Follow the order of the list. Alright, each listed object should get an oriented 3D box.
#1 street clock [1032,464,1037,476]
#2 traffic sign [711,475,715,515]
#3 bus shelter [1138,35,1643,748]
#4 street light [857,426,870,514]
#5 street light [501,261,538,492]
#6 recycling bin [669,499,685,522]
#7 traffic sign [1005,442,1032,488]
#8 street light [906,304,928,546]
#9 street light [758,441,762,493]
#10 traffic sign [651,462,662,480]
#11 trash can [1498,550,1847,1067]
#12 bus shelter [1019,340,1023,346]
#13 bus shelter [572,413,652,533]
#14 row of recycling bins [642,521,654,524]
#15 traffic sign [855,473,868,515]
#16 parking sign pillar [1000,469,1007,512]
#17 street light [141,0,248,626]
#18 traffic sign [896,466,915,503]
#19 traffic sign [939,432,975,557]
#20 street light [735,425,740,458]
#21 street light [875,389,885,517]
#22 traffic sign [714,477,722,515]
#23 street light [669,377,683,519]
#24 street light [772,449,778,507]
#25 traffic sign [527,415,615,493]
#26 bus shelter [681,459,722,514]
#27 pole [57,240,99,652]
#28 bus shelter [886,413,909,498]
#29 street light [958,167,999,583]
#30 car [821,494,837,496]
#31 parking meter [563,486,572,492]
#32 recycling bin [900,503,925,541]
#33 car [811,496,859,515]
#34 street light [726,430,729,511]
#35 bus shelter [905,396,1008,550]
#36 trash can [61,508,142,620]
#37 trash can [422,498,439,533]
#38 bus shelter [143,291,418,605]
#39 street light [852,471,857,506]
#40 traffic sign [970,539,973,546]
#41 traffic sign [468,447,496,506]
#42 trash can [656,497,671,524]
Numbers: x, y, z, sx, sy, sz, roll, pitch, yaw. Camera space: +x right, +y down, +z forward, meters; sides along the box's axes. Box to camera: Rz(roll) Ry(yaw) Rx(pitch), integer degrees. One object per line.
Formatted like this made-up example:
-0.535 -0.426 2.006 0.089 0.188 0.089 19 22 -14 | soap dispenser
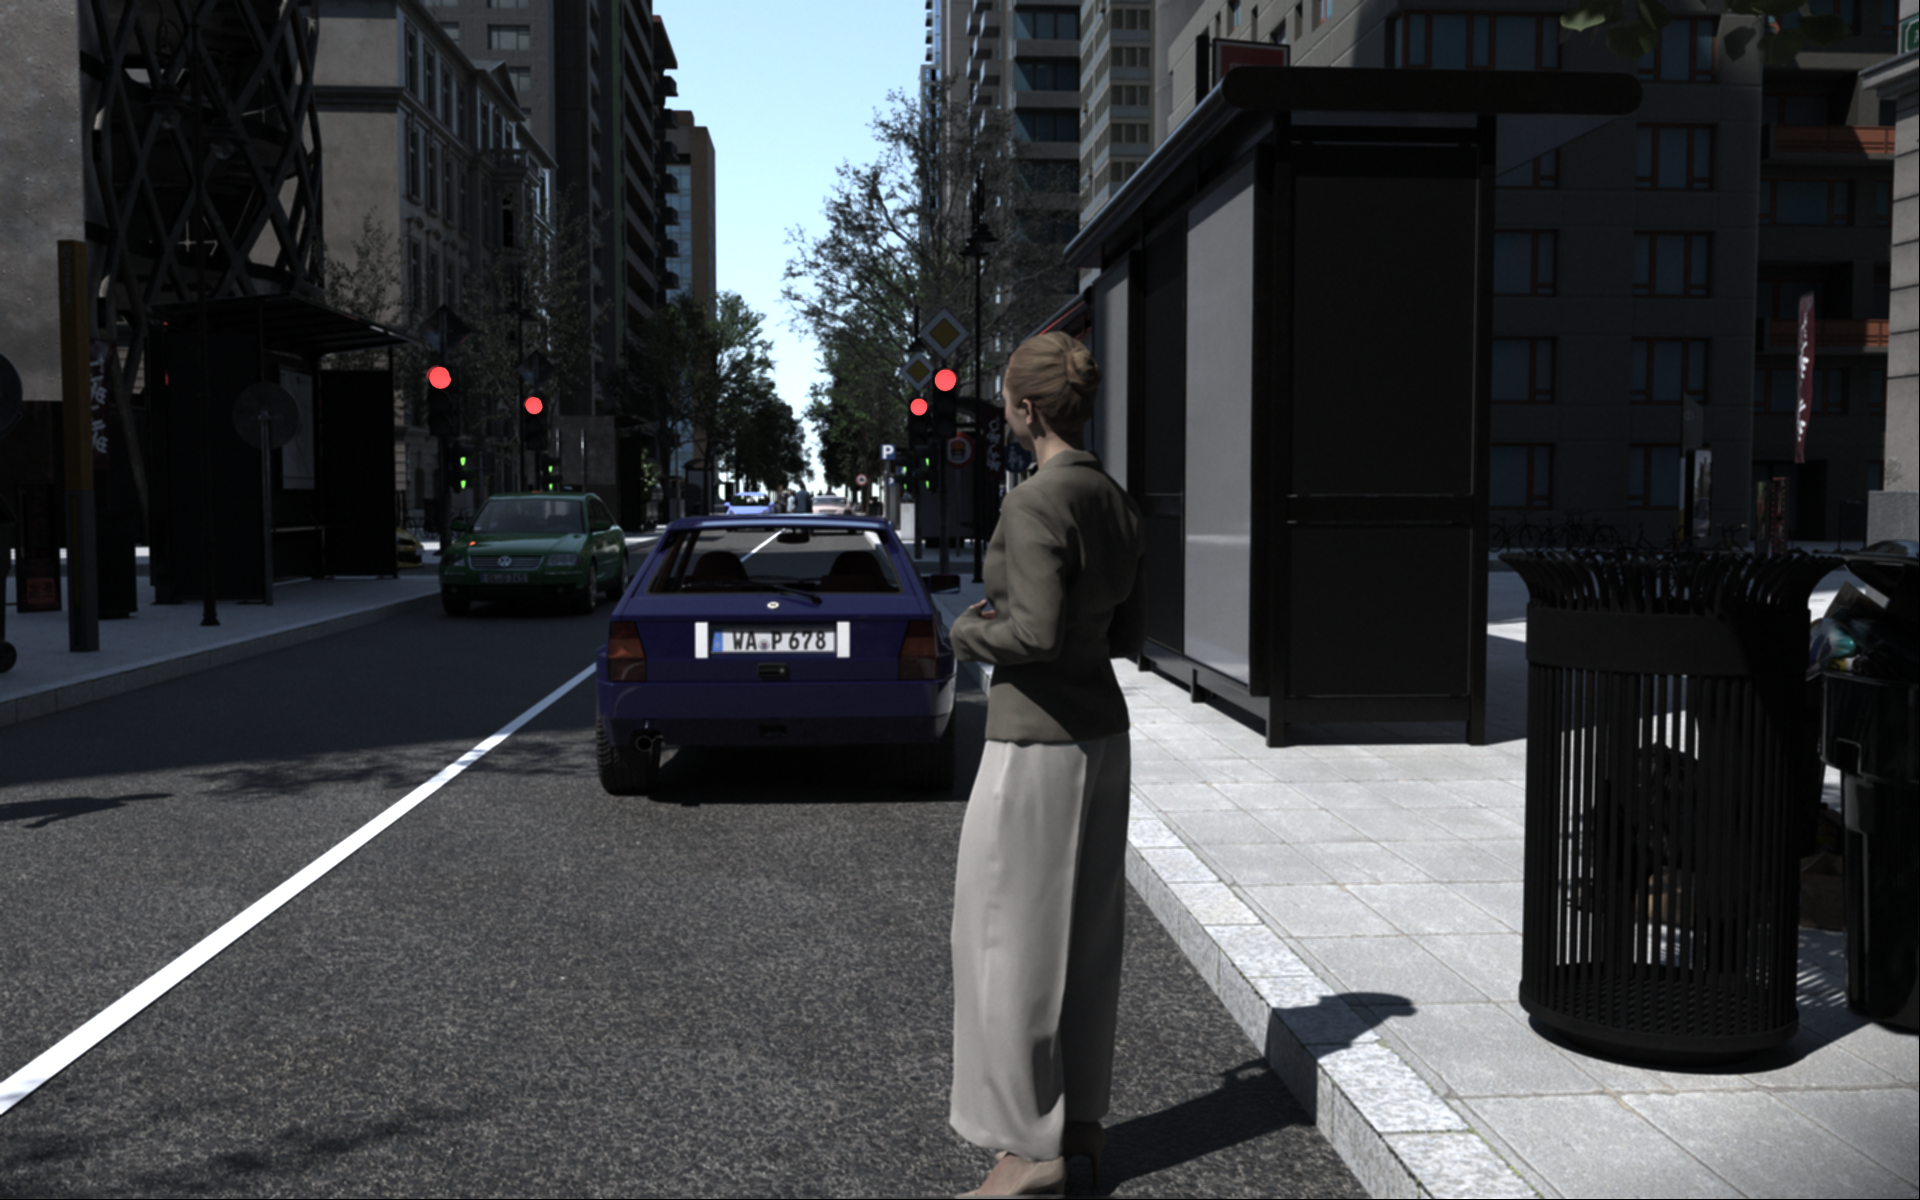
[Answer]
1.964 -2.291 42.027 0.358 2.002 0.471 -2 4 -32 | street clock
-15.556 -6.629 108.482 0.768 2.556 0.104 0 4 -3 | traffic sign
2.050 -2.157 12.899 2.179 5.291 8.768 0 4 -4 | bus shelter
-6.552 -8.860 117.655 0.468 5.910 1.993 0 4 -4 | street light
-8.754 -3.779 34.577 0.468 5.910 1.993 0 4 -4 | street light
-14.534 -4.675 88.995 0.722 1.027 0.722 -1 4 -9 | recycling bin
1.377 -2.599 42.592 0.768 2.556 0.104 0 4 0 | traffic sign
-1.058 -4.257 42.389 0.468 5.910 1.993 0 4 -4 | street light
-16.639 -10.449 143.621 0.468 5.910 1.993 0 4 -4 | street light
-12.368 -4.249 69.572 0.768 2.556 0.104 0 4 1 | traffic sign
1.642 0.464 4.063 0.748 1.137 0.748 0 3 0 | trash can
1.995 -2.698 21.743 2.179 5.291 8.768 0 4 -4 | bus shelter
-10.668 -3.804 53.484 1.731 3.624 6.357 0 4 -4 | bus shelter
-13.935 -4.211 75.960 1.069 1.692 3.534 0 4 -3 | row of recycling bins
-6.063 -6.531 106.880 0.768 2.556 0.104 0 4 2 | traffic sign
2.294 -6.146 88.958 1.447 3.967 1.447 3 5 41 | parking sign pillar
-7.330 -2.689 16.753 0.468 5.910 1.993 0 4 -4 | street light
-1.948 -3.882 63.571 0.768 2.556 0.104 0 4 2 | traffic sign
-0.039 -2.157 35.369 0.768 2.556 0.104 0 4 0 | traffic sign
-14.225 -8.402 110.161 0.468 5.910 1.993 0 4 -4 | street light
-3.481 -6.301 75.808 0.468 5.910 1.993 0 4 -4 | street light
-15.143 -6.511 107.642 0.795 2.450 0.064 0 4 -3 | traffic sign
-11.177 -5.840 68.266 0.468 5.910 1.993 0 4 -4 | street light
-19.201 -12.518 177.458 0.468 5.910 1.993 0 4 -4 | street light
-10.065 -3.116 44.811 2.265 3.308 0.079 0 4 -1 | traffic sign
-15.132 -6.589 101.650 2.014 3.302 5.546 0 4 -4 | bus shelter
-7.151 -1.236 14.045 0.158 3.312 0.155 0 3 0 | pole
-2.579 -6.373 81.830 2.179 5.291 8.768 0 4 -4 | bus shelter
0.259 -3.188 24.915 0.468 5.910 1.993 0 4 -4 | street light
-10.311 -7.612 136.258 2.131 1.459 4.920 0 4 -3 | car
-12.229 -2.803 54.232 0.372 1.533 0.369 0 3 0 | parking meter
-1.204 -2.148 47.674 0.722 1.027 0.722 1 4 14 | recycling bin
-4.640 -3.030 61.897 2.083 1.381 4.827 0 4 -3 | car
-13.612 -7.858 101.265 0.468 5.910 1.993 0 4 -4 | street light
-0.111 -2.732 38.587 2.014 3.302 5.546 0 4 -4 | bus shelter
-8.842 -0.381 17.881 0.748 1.137 0.748 0 3 0 | trash can
-17.547 -2.820 57.754 0.748 1.137 0.748 0 3 0 | trash can
-8.828 -1.950 23.158 1.731 3.624 6.357 0 4 -4 | bus shelter
-8.955 -10.875 150.588 0.468 5.910 1.993 0 4 -4 | street light
0.286 -2.590 42.358 0.884 2.594 0.081 0 4 -1 | traffic sign
-10.393 -2.172 37.646 0.606 2.300 0.079 0 4 1 | traffic sign
-12.640 -3.785 73.546 0.748 1.137 0.748 0 3 0 | trash can
